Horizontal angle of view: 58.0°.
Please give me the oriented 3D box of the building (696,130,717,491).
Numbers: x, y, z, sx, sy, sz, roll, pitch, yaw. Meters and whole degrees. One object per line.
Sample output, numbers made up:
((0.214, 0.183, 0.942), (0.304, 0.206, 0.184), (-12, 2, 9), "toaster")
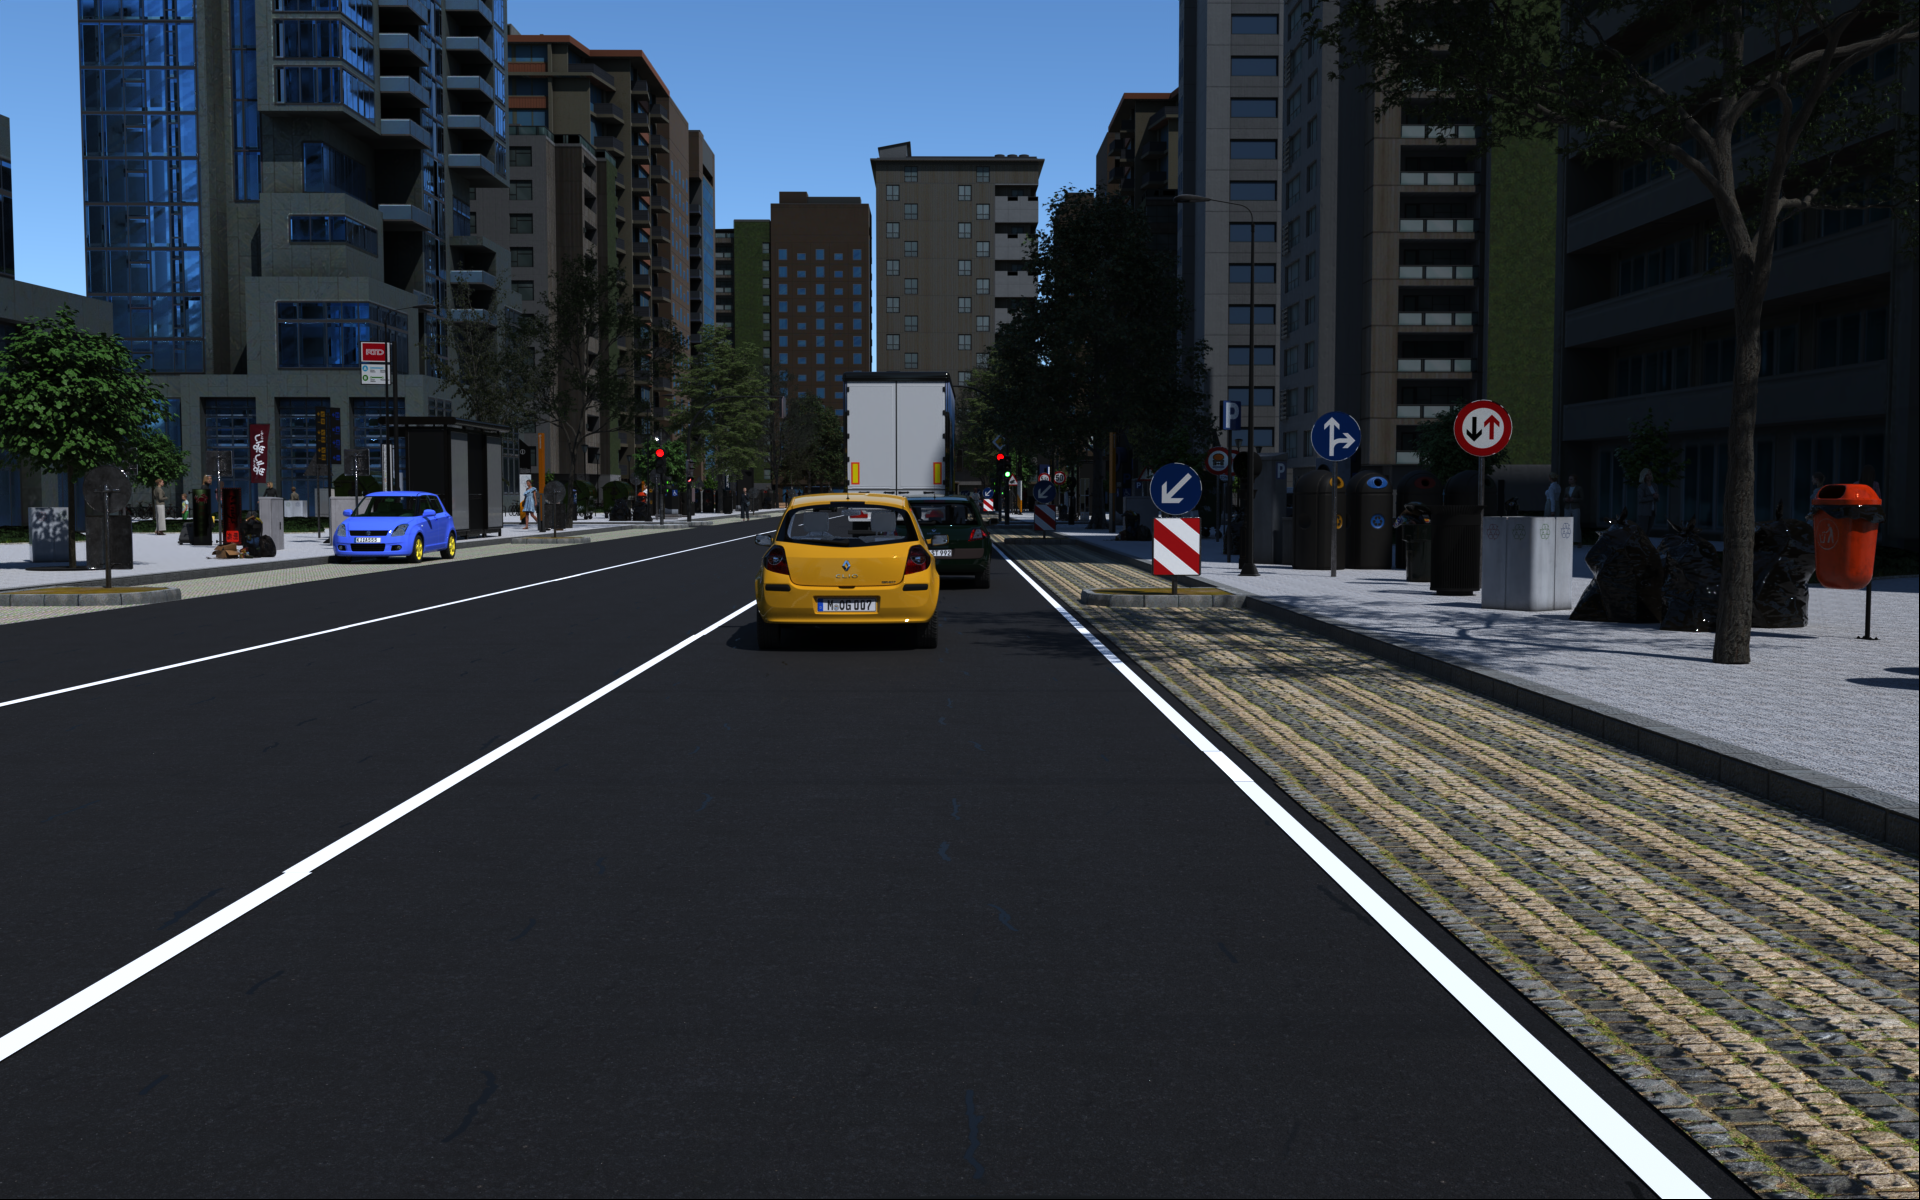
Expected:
((-37.470, -34.196, 209.211), (14.200, 45.320, 14.600), (0, 4, -1), "building")

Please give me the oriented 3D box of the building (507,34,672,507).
((-40.399, -31.448, 168.794), (22.147, 44.769, 28.867), (0, 4, -1), "building")

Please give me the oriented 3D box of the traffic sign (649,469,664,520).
((-15.061, -5.254, 86.013), (0.768, 2.556, 0.104), (1, 4, 9), "traffic sign")

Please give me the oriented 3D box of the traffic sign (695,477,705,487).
((-18.788, -7.628, 124.720), (0.884, 2.594, 0.081), (0, 3, 0), "traffic sign")

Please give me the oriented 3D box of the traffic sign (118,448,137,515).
((-18.385, -2.200, 38.100), (0.606, 2.300, 0.079), (0, 4, 3), "traffic sign")

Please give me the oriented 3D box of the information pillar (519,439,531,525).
((-18.337, -4.994, 73.003), (0.504, 3.616, 0.183), (-1, 4, -21), "information pillar")

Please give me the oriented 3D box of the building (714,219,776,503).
((-34.566, -35.220, 259.438), (14.086, 41.232, 14.154), (0, 4, -1), "building")

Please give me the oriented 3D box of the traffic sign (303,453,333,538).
((-18.670, -3.082, 50.397), (0.884, 2.594, 0.081), (0, 4, 2), "traffic sign")

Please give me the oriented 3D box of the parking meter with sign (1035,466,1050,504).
((5.284, -6.915, 109.326), (0.543, 3.016, 1.738), (-2, 4, -27), "parking meter with sign")

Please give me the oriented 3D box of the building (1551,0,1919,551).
((30.252, -25.789, 45.347), (21.300, 48.544, 21.600), (0, 4, -1), "building")

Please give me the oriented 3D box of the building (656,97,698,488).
((-37.653, -33.068, 190.767), (14.600, 45.320, 14.200), (0, 4, -1), "building")

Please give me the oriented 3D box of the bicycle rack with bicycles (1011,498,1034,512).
((4.937, -8.246, 148.202), (2.852, 0.926, 2.925), (0, 4, 7), "bicycle rack with bicycles")

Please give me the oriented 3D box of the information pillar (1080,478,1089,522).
((5.771, -4.626, 80.129), (0.304, 2.012, 0.304), (-3, 5, -44), "information pillar")

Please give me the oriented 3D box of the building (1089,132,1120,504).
((23.939, -34.233, 209.815), (14.600, 45.320, 14.200), (0, 4, -1), "building")

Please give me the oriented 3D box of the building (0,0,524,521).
((-40.259, -48.546, 106.397), (22.319, 86.520, 31.000), (0, 4, -1), "building")

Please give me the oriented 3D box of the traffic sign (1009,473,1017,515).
((3.292, -6.626, 108.334), (0.884, 2.594, 0.081), (0, 4, 6), "traffic sign")

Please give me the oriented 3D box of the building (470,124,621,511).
((-35.644, -22.462, 138.961), (14.160, 30.474, 14.107), (0, 4, -1), "building")

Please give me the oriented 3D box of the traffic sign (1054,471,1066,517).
((5.468, -5.826, 95.356), (0.768, 2.556, 0.104), (0, 4, 5), "traffic sign")

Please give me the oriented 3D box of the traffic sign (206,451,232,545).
((-17.444, -2.365, 40.801), (0.606, 2.300, 0.079), (0, 3, 0), "traffic sign")

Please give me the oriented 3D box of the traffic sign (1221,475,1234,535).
((8.347, -3.212, 54.639), (0.606, 2.300, 0.079), (0, 4, -1), "traffic sign")

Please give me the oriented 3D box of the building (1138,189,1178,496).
((23.942, -24.136, 166.328), (14.160, 30.474, 14.107), (0, 4, -1), "building")

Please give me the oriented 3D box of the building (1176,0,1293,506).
((28.330, -36.620, 140.741), (21.231, 58.520, 28.212), (0, 4, -1), "building")

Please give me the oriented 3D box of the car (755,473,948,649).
((-1.103, -0.444, 17.479), (2.015, 1.641, 3.980), (0, 4, -2), "car")

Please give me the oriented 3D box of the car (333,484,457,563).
((-11.956, -1.658, 36.698), (1.945, 1.707, 3.694), (0, 4, 0), "car")

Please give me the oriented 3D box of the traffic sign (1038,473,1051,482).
((5.048, -6.326, 103.541), (0.768, 2.556, 0.104), (0, 4, 5), "traffic sign")

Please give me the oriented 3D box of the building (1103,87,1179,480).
((27.569, -32.612, 187.831), (22.147, 44.769, 28.867), (0, 4, -1), "building")

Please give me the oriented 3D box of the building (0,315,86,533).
((-43.829, -44.771, 44.679), (31.000, 86.520, 22.319), (0, 4, -1), "building")

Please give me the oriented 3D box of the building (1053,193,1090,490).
((21.534, -37.295, 259.882), (14.200, 45.320, 14.600), (0, 4, -1), "building")

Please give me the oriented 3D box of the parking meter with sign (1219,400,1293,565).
((5.618, -2.176, 31.831), (0.543, 3.016, 1.738), (-3, 5, -44), "parking meter with sign")

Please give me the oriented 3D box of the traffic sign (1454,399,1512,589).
((7.056, -1.427, 23.445), (0.768, 2.556, 0.104), (1, 4, 8), "traffic sign")

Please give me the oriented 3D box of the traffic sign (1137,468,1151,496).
((7.596, -4.280, 69.976), (0.884, 2.594, 0.081), (0, 4, 2), "traffic sign")

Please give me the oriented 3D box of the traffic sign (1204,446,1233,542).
((6.917, -2.833, 46.418), (0.768, 2.556, 0.104), (0, 4, 7), "traffic sign")

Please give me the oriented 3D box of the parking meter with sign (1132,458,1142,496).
((8.459, -5.345, 83.657), (0.543, 3.016, 1.738), (-1, 4, -22), "parking meter with sign")

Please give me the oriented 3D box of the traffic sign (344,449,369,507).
((-13.708, -2.277, 39.364), (0.606, 2.300, 0.079), (1, 4, 8), "traffic sign")

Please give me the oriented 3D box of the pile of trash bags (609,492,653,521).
((-15.756, -4.528, 83.791), (1.912, 1.369, 3.447), (0, 4, 4), "pile of trash bags")

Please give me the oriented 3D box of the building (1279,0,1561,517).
((26.825, -25.479, 100.181), (14.086, 41.232, 14.154), (0, 4, -1), "building")

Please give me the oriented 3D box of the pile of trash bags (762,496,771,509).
((-16.955, -8.384, 146.833), (1.912, 1.369, 3.447), (0, 4, -2), "pile of trash bags")

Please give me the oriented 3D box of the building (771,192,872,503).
((-20.419, -37.245, 259.066), (14.200, 45.320, 14.600), (0, 4, -1), "building")

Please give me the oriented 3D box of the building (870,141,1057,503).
((0.540, -41.450, 266.945), (27.495, 52.752, 28.713), (0, 4, -1), "building")

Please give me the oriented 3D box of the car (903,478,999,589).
((-0.372, -1.093, 27.653), (2.009, 1.686, 4.222), (0, 4, 0), "car")

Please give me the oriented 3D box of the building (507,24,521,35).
((-76.814, -50.298, 260.628), (20.611, 71.187, 20.563), (0, 4, -1), "building")

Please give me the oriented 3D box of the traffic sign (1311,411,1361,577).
((5.797, -1.633, 26.798), (0.768, 2.556, 0.104), (0, 4, 3), "traffic sign")

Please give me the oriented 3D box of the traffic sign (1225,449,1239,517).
((7.728, -3.013, 49.372), (0.768, 2.556, 0.104), (0, 4, 2), "traffic sign")

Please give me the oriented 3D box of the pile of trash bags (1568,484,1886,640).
((7.449, -0.417, 16.566), (1.912, 1.369, 3.447), (-1, 4, -14), "pile of trash bags")

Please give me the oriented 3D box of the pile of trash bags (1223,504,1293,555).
((7.336, -1.636, 36.507), (3.447, 1.369, 1.912), (0, 4, -2), "pile of trash bags")

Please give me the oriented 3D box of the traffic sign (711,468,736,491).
((-18.391, -8.581, 134.174), (2.265, 3.308, 0.079), (0, 4, 5), "traffic sign")

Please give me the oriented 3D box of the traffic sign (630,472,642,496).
((-18.421, -6.019, 98.523), (0.768, 2.556, 0.104), (0, 4, 6), "traffic sign")
